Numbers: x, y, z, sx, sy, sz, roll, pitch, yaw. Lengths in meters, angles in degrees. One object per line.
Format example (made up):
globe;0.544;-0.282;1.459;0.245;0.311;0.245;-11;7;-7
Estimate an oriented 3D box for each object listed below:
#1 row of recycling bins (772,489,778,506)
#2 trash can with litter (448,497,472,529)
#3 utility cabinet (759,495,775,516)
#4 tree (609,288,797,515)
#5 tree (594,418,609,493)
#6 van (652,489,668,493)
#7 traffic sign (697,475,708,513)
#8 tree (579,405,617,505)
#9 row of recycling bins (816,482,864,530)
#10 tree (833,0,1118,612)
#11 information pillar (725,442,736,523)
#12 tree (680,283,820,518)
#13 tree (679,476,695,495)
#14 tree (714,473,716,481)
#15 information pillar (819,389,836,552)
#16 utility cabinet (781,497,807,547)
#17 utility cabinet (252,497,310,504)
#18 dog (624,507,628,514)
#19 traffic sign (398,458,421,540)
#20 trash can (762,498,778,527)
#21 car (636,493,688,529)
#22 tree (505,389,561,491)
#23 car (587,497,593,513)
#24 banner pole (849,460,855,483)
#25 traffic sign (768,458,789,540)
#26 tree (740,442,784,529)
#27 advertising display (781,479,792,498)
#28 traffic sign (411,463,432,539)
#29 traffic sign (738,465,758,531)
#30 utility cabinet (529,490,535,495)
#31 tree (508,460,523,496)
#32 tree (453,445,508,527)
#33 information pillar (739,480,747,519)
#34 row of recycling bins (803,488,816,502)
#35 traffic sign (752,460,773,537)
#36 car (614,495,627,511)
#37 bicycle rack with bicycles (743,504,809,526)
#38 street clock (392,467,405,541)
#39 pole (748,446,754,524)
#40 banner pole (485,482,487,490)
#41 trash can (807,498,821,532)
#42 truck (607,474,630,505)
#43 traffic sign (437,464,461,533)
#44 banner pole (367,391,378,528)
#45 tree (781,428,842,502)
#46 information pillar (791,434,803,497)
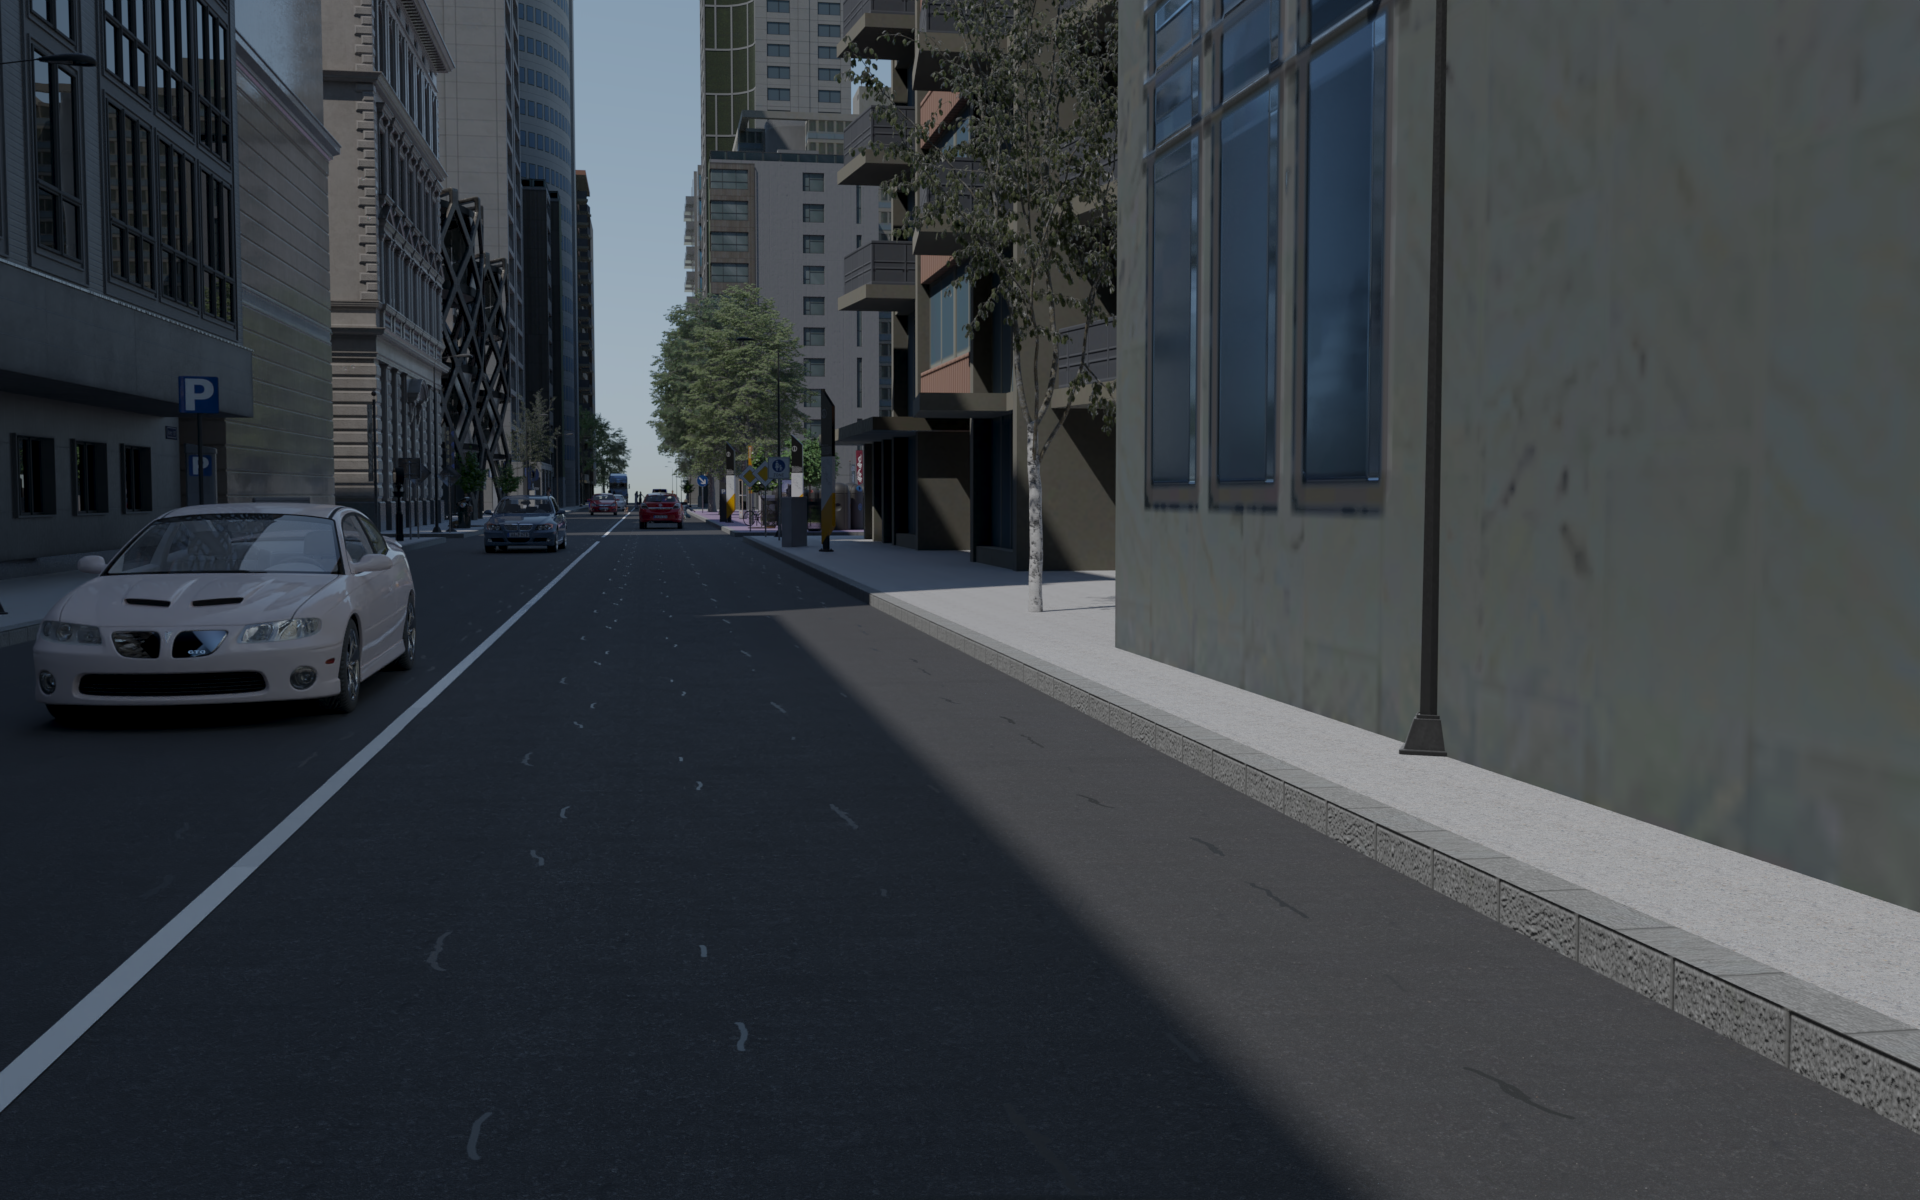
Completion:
row of recycling bins;-13.516;-7.715;133.246;1.069;1.692;3.534;-2;4;-31
trash can with litter;-18.651;-3.246;64.452;1.055;1.170;0.624;2;4;32
utility cabinet;-11.477;-5.608;102.856;0.306;1.237;1.020;3;5;44
tree;-14.559;-12.191;105.970;9.857;13.997;8.962;0;3;0
tree;-59.002;-23.233;286.512;9.857;13.997;8.962;0;3;0
van;-34.974;-12.083;201.936;2.240;2.365;5.245;-1;4;-9
traffic sign;-17.282;-7.104;116.252;0.768;2.556;0.104;0;4;-7
tree;-43.832;-16.812;200.629;9.928;11.665;9.643;0;3;0
row of recycling bins;-3.652;-3.397;62.649;1.069;1.692;3.534;2;4;31
tree;0.794;-4.158;18.345;4.360;8.622;3.978;0;3;0
information pillar;-10.254;-5.264;77.415;0.504;3.616;0.183;2;4;35
tree;-11.293;-10.728;93.531;7.486;12.596;7.792;0;3;0
tree;-28.523;-11.417;181.264;1.663;3.219;1.824;0;3;0
tree;-19.478;-11.434;137.312;4.737;8.622;4.395;0;3;0
information pillar;-2.926;-2.874;38.341;0.183;3.616;0.504;-3;4;-36
utility cabinet;-4.054;-1.907;42.337;0.306;1.237;1.020;1;4;16
utility cabinet;-13.176;-1.375;33.651;1.020;1.237;0.306;-2;4;-30
dog;-23.739;-6.362;123.309;0.540;0.507;0.406;1;4;22
traffic sign;-15.465;-2.848;48.696;0.606;2.300;0.079;-1;4;-10
trash can;-7.312;-3.365;66.677;0.748;1.137;0.748;0;3;0
car;-12.508;-3.890;72.639;2.155;1.783;4.494;-1;4;-8
tree;-29.935;-10.441;121.068;4.360;8.622;3.978;0;3;0
car;-28.001;-7.478;134.849;1.945;1.354;3.894;-1;4;-11
banner pole;-8.026;-8.481;128.679;0.401;3.779;0.863;2;4;34
traffic sign;-4.994;-2.791;47.765;0.606;2.300;0.079;0;4;-3
tree;-7.492;-4.271;64.439;1.663;3.219;1.824;0;3;0
advertising display;-7.282;-4.226;74.314;0.974;1.923;0.123;-3;4;-37
traffic sign;-15.580;-2.821;49.769;0.795;2.450;0.064;-1;4;-10
traffic sign;-7.195;-3.408;59.356;0.795;2.450;0.064;-1;4;-10
utility cabinet;-25.333;-5.743;102.570;0.318;1.500;1.173;-1;4;-12
tree;-25.184;-6.261;96.968;1.663;3.219;1.824;0;3;0
tree;-19.155;-4.492;68.046;1.663;3.219;1.824;0;3;0
information pillar;-11.112;-5.150;88.688;0.304;2.012;0.304;-3;5;-44
row of recycling bins;-10.792;-7.132;123.714;3.534;1.692;1.069;2;4;28
traffic sign;-5.788;-2.927;51.496;0.795;2.450;0.064;-1;4;-10
car;-29.710;-8.366;149.146;2.083;1.381;4.827;-1;4;-9
bicycle rack with bicycles;-7.284;-3.441;69.640;2.925;0.926;2.852;-1;4;-20
street clock;-15.264;-2.603;47.122;0.358;2.002;0.471;-2;4;-29
pole;-8.856;-4.869;73.453;0.158;3.312;0.155;0;3;0
banner pole;-32.173;-7.757;116.851;0.863;3.779;0.401;3;5;44
trash can;-4.991;-2.922;59.431;0.748;1.137;0.748;0;3;0
truck;-46.246;-14.970;234.524;2.967;4.110;18.799;-1;4;-11
traffic sign;-16.988;-3.302;57.630;0.795;2.450;0.064;-1;4;-10
banner pole;-14.366;-3.202;42.366;0.401;3.779;0.863;-2;4;-34
tree;-7.439;-6.252;85.937;4.285;4.588;4.351;0;3;0
information pillar;-6.397;-4.688;67.997;0.504;3.616;0.183;1;4;19
